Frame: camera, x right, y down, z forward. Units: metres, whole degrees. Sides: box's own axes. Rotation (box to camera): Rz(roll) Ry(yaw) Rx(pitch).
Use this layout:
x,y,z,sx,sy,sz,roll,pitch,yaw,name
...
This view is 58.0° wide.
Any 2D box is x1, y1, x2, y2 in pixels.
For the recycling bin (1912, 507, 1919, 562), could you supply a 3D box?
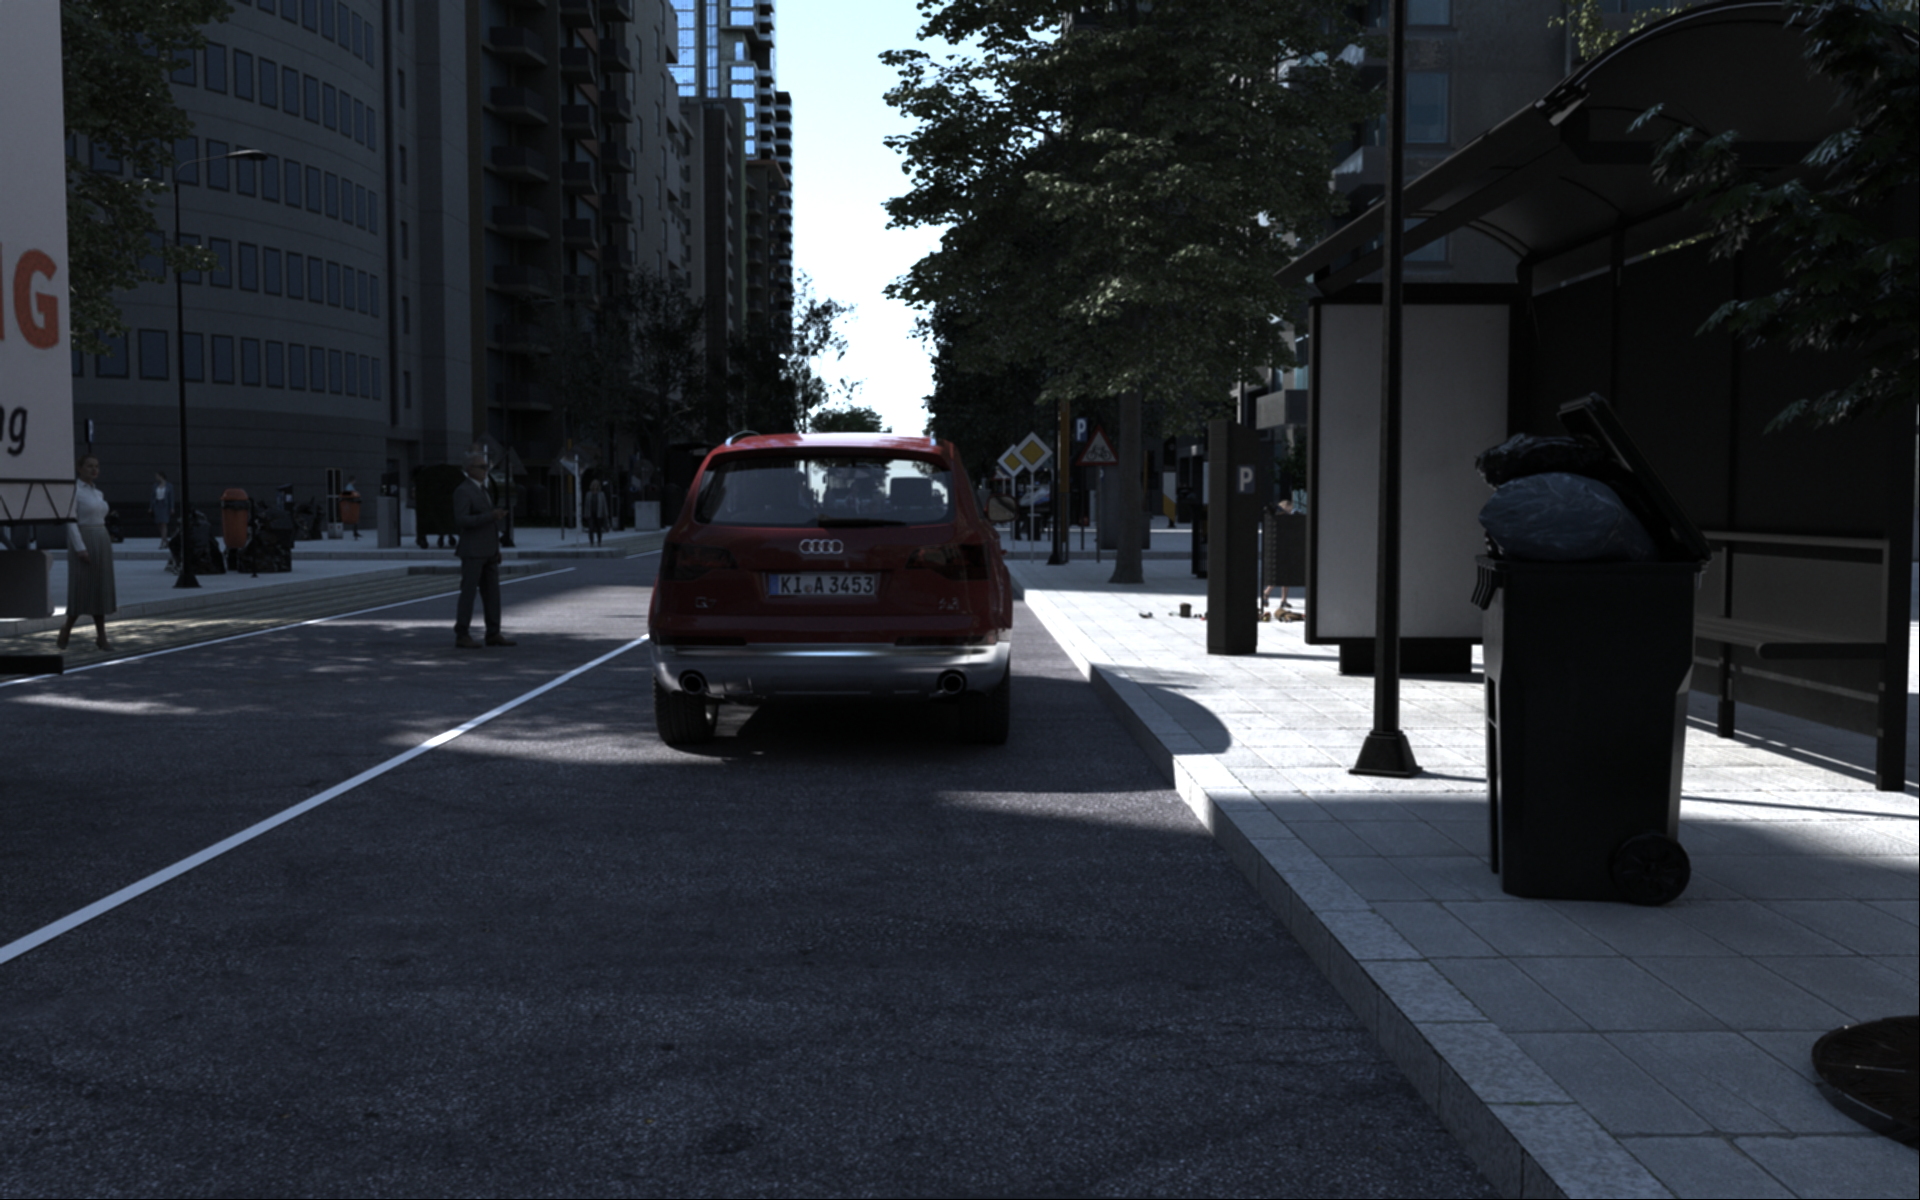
x,y,z,sx,sy,sz,roll,pitch,yaw,name
17.949,-1.255,33.066,0.722,1.027,0.722,0,4,-1,recycling bin

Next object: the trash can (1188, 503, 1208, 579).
x,y,z,sx,sy,sz,roll,pitch,yaw,name
3.842,-0.903,26.419,0.748,1.137,0.748,0,3,0,trash can

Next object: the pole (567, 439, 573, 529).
x,y,z,sx,sy,sz,roll,pitch,yaw,name
-14.351,-4.273,63.706,0.158,3.312,0.155,0,3,0,pole

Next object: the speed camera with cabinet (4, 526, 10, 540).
x,y,z,sx,sy,sz,roll,pitch,yaw,name
-26.180,-3.240,47.318,2.038,3.252,0.660,-2,4,-34,speed camera with cabinet

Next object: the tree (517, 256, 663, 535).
x,y,z,sx,sy,sz,roll,pitch,yaw,name
-11.753,-6.353,54.232,4.360,8.622,3.978,0,3,0,tree

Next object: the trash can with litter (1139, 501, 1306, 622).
x,y,z,sx,sy,sz,roll,pitch,yaw,name
2.997,-0.417,17.877,2.233,1.210,1.678,1,4,17,trash can with litter

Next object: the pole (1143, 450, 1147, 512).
x,y,z,sx,sy,sz,roll,pitch,yaw,name
8.600,-5.289,80.319,0.158,3.312,0.155,0,3,0,pole

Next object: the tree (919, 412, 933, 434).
x,y,z,sx,sy,sz,roll,pitch,yaw,name
-0.136,-17.676,199.365,12.009,13.543,11.850,0,3,0,tree

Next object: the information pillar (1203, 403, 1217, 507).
x,y,z,sx,sy,sz,roll,pitch,yaw,name
6.465,-3.248,44.460,0.504,3.616,0.183,2,4,33,information pillar

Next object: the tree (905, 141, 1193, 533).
x,y,z,sx,sy,sz,roll,pitch,yaw,name
2.438,-8.553,56.858,9.611,12.733,9.660,0,3,0,tree

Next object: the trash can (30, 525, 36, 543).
x,y,z,sx,sy,sz,roll,pitch,yaw,name
-24.636,-2.073,45.548,0.748,1.137,0.748,0,3,0,trash can

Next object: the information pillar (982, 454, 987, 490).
x,y,z,sx,sy,sz,roll,pitch,yaw,name
1.237,-5.974,89.026,0.183,3.616,0.504,-2,4,-24,information pillar

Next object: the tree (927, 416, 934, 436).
x,y,z,sx,sy,sz,roll,pitch,yaw,name
0.777,-14.277,159.187,9.928,11.665,9.643,0,3,0,tree

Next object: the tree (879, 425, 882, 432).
x,y,z,sx,sy,sz,roll,pitch,yaw,name
-14.101,-17.105,205.429,9.928,11.665,9.643,0,3,0,tree

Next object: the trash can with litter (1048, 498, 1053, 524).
x,y,z,sx,sy,sz,roll,pitch,yaw,name
4.535,-3.933,75.369,2.233,1.210,1.678,-1,4,-19,trash can with litter

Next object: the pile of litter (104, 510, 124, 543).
x,y,z,sx,sy,sz,roll,pitch,yaw,name
-22.522,-1.925,45.438,1.176,0.858,1.719,0,4,-7,pile of litter

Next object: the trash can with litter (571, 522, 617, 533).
x,y,z,sx,sy,sz,roll,pitch,yaw,name
-12.230,-2.841,57.507,1.678,1.210,2.233,-1,4,-17,trash can with litter

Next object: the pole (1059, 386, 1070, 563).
x,y,z,sx,sy,sz,roll,pitch,yaw,name
1.946,-2.349,32.242,0.158,3.312,0.155,0,3,0,pole

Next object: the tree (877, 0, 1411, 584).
x,y,z,sx,sy,sz,roll,pitch,yaw,name
2.465,-6.540,25.060,7.486,12.596,7.792,0,3,0,tree

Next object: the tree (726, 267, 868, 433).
x,y,z,sx,sy,sz,roll,pitch,yaw,name
-14.044,-17.846,147.670,12.611,20.169,13.585,0,3,0,tree

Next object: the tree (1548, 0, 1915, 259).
x,y,z,sx,sy,sz,roll,pitch,yaw,name
7.987,-4.097,17.352,4.737,8.622,4.395,0,3,0,tree

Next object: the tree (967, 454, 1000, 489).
x,y,z,sx,sy,sz,roll,pitch,yaw,name
2.047,-7.712,109.798,4.285,4.588,4.351,0,3,0,tree

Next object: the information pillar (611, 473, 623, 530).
x,y,z,sx,sy,sz,roll,pitch,yaw,name
-12.227,-3.501,61.740,0.304,2.012,0.304,1,4,16,information pillar

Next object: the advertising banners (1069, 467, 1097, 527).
x,y,z,sx,sy,sz,roll,pitch,yaw,name
4.862,-4.414,68.352,2.074,3.025,0.090,-1,4,-13,advertising banners

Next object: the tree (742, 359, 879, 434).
x,y,z,sx,sy,sz,roll,pitch,yaw,name
-12.700,-12.571,131.283,9.928,11.665,9.643,0,3,0,tree

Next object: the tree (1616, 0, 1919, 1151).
x,y,z,sx,sy,sz,roll,pitch,yaw,name
2.204,-0.545,3.510,1.663,3.219,1.824,0,3,0,tree

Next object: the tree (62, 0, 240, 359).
x,y,z,sx,sy,sz,roll,pitch,yaw,name
-11.561,-6.132,18.387,7.486,12.596,7.792,0,3,0,tree

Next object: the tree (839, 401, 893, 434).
x,y,z,sx,sy,sz,roll,pitch,yaw,name
-13.529,-20.169,236.416,9.857,13.997,8.962,0,3,0,tree

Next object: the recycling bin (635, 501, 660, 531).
x,y,z,sx,sy,sz,roll,pitch,yaw,name
-10.775,-2.886,59.732,0.722,1.027,0.722,0,4,4,recycling bin

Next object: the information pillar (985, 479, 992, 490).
x,y,z,sx,sy,sz,roll,pitch,yaw,name
1.474,-5.050,87.052,0.304,2.012,0.304,-2,4,-25,information pillar

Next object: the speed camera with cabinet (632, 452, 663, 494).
x,y,z,sx,sy,sz,roll,pitch,yaw,name
-14.444,-5.341,81.668,2.038,3.252,0.660,1,4,18,speed camera with cabinet

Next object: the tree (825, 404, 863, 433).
x,y,z,sx,sy,sz,roll,pitch,yaw,name
-12.850,-14.960,179.011,8.767,10.594,7.601,0,4,6,tree

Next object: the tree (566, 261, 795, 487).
x,y,z,sx,sy,sz,roll,pitch,yaw,name
-12.638,-8.315,70.364,8.767,10.594,7.601,2,4,29,tree

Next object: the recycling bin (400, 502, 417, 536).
x,y,z,sx,sy,sz,roll,pitch,yaw,name
-16.883,-2.460,52.770,0.722,1.027,0.722,0,4,5,recycling bin

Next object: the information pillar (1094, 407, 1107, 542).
x,y,z,sx,sy,sz,roll,pitch,yaw,name
3.797,-3.376,46.559,0.183,3.616,0.504,-1,4,-18,information pillar

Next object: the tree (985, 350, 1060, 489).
x,y,z,sx,sy,sz,roll,pitch,yaw,name
2.535,-7.802,77.923,4.737,8.622,4.395,0,3,0,tree

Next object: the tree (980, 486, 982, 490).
x,y,z,sx,sy,sz,roll,pitch,yaw,name
1.840,-7.660,119.846,1.663,3.219,1.824,0,3,0,tree

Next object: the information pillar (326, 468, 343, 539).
x,y,z,sx,sy,sz,roll,pitch,yaw,name
-17.873,-2.753,49.507,0.304,2.012,0.304,2,4,28,information pillar

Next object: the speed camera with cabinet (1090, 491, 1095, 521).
x,y,z,sx,sy,sz,roll,pitch,yaw,name
6.745,-5.370,82.138,0.660,3.252,2.038,3,4,39,speed camera with cabinet

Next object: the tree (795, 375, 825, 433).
x,y,z,sx,sy,sz,roll,pitch,yaw,name
-12.391,-9.921,96.619,8.767,10.594,7.601,0,4,1,tree

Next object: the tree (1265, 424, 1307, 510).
x,y,z,sx,sy,sz,roll,pitch,yaw,name
9.335,-3.247,47.682,1.663,3.219,1.824,0,3,0,tree

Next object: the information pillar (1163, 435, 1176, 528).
x,y,z,sx,sy,sz,roll,pitch,yaw,name
7.984,-4.560,65.909,0.504,3.616,0.183,0,4,6,information pillar
